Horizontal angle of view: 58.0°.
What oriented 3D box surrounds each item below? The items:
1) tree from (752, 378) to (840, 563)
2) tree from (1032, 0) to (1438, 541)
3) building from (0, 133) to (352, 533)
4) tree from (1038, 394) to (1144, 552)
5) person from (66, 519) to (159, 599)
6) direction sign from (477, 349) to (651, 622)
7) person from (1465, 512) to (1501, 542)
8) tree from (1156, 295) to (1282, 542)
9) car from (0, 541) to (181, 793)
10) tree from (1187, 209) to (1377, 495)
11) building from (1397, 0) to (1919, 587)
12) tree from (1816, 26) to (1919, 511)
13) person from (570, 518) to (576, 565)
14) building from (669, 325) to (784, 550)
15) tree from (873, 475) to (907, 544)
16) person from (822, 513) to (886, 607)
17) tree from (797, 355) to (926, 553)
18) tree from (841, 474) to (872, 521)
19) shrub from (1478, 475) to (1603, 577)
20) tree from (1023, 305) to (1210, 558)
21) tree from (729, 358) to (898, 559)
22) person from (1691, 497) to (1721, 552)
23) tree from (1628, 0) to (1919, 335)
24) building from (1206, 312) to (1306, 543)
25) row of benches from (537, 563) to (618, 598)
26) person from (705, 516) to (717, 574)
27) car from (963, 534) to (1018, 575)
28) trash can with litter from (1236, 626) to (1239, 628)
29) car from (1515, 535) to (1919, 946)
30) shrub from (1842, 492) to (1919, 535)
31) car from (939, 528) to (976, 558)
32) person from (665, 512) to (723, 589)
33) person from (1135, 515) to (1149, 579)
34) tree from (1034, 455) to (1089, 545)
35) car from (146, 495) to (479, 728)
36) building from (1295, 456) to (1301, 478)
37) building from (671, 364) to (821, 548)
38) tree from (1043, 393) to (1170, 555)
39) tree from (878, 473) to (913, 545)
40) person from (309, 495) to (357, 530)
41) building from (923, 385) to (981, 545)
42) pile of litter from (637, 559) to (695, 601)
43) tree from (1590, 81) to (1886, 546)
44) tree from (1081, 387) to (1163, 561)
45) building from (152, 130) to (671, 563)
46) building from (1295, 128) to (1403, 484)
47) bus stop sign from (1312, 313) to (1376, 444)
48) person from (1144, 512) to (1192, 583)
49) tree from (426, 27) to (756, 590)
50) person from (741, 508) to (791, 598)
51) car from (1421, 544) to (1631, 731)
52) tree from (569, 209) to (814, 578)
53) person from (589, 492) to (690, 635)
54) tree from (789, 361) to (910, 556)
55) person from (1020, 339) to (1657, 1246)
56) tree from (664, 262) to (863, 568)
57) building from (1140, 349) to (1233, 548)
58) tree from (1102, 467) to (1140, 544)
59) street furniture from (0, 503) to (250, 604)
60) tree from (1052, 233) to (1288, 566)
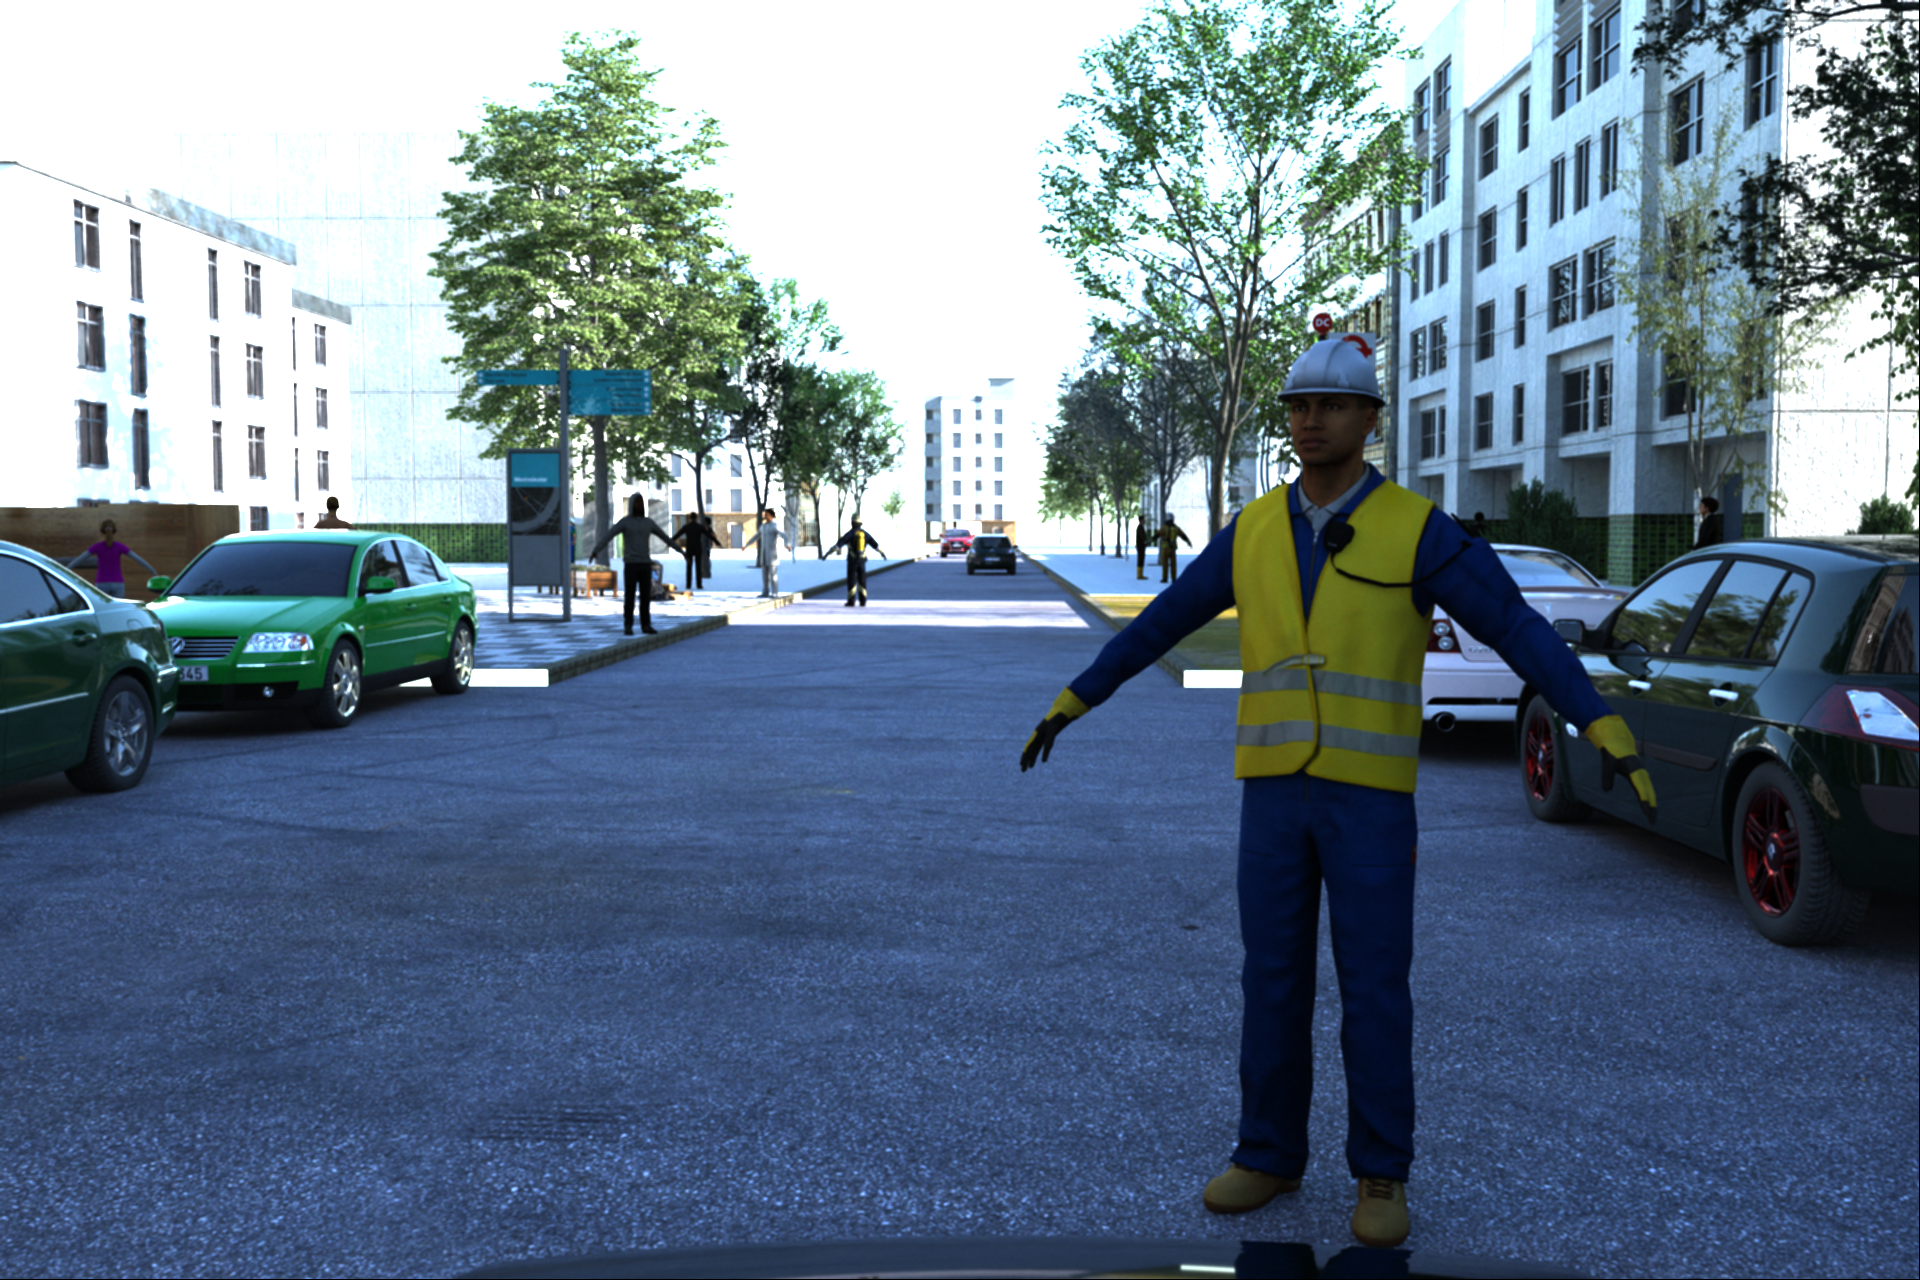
[{"bbox_3d":[-7.335,-7.687,76.038,4.737,8.622,4.395,0,3,0],"label":"tree"},{"bbox_3d":[4.909,-6.486,31.806,9.928,11.665,9.643,0,3,0],"label":"tree"},{"bbox_3d":[-23.805,-6.632,50.573,9.099,9.664,28.070,0,4,2],"label":"building"},{"bbox_3d":[9.284,-12.451,121.706,7.486,12.596,7.792,0,3,0],"label":"tree"},{"bbox_3d":[-8.832,-0.533,17.984,0.991,1.433,0.599,-2,4,-30],"label":"person"},{"bbox_3d":[-5.722,-2.261,25.733,2.525,3.948,1.411,0,4,2],"label":"direction sign"},{"bbox_3d":[10.863,-1.812,36.346,1.216,1.740,0.721,0,4,8],"label":"person"},{"bbox_3d":[7.708,-6.343,54.071,4.360,8.622,3.978,0,3,0],"label":"tree"},{"bbox_3d":[-5.587,0.212,8.335,2.131,1.459,4.920,0,4,1],"label":"car"},{"bbox_3d":[7.400,-5.486,40.055,4.737,8.622,4.395,0,3,0],"label":"tree"},{"bbox_3d":[24.748,-11.201,49.589,16.747,18.905,31.486,0,4,1],"label":"building"},{"bbox_3d":[13.524,-4.462,23.324,4.737,8.622,4.395,0,3,0],"label":"tree"},{"bbox_3d":[-12.637,-3.051,56.009,0.704,1.817,1.347,-2,4,-32],"label":"person"},{"bbox_3d":[-21.345,-17.641,144.848,16.016,20.090,11.380,0,4,2],"label":"building"},{"bbox_3d":[-8.144,-16.088,213.402,4.360,8.622,3.978,0,3,0],"label":"tree"},{"bbox_3d":[-2.061,-1.596,34.330,1.354,1.856,0.705,-2,4,-25],"label":"person"},{"bbox_3d":[-6.943,-12.690,117.844,12.009,13.543,11.850,0,3,0],"label":"tree"},{"bbox_3d":[-12.223,-15.731,207.558,4.360,8.622,3.978,0,3,0],"label":"tree"},{"bbox_3d":[7.285,-1.071,21.929,1.690,2.028,1.600,0,3,0],"label":"shrub"},{"bbox_3d":[8.559,-11.178,93.138,12.009,13.543,11.850,0,3,0],"label":"tree"},{"bbox_3d":[-7.280,-9.450,88.926,8.767,10.594,7.601,-2,4,-24],"label":"tree"},{"bbox_3d":[10.668,-1.137,24.784,0.705,1.806,1.347,2,4,34],"label":"person"},{"bbox_3d":[9.922,-4.904,14.596,8.767,10.594,7.601,-1,4,-14],"label":"tree"},{"bbox_3d":[26.355,-17.850,148.275,16.016,20.090,11.380,0,4,1],"label":"building"},{"bbox_3d":[-8.108,-1.283,36.438,1.422,0.672,4.104,-2,4,-27],"label":"row of benches"},{"bbox_3d":[-7.922,-2.919,53.869,0.704,1.843,1.345,-3,5,-45],"label":"person"},{"bbox_3d":[1.108,-3.202,62.147,2.009,1.686,4.222,0,4,0],"label":"car"},{"bbox_3d":[4.599,-0.712,22.695,1.678,1.210,2.233,0,4,0],"label":"trash can with litter"},{"bbox_3d":[3.705,0.146,7.402,2.009,1.686,4.222,0,4,1],"label":"car"},{"bbox_3d":[17.440,-1.753,32.704,1.661,2.075,1.752,0,3,0],"label":"shrub"},{"bbox_3d":[-0.141,-5.998,106.748,2.281,1.827,5.304,0,4,1],"label":"car"},{"bbox_3d":[-6.230,-2.099,40.546,1.346,1.802,0.704,0,4,-4],"label":"person"},{"bbox_3d":[5.171,-2.630,49.132,0.704,1.812,1.346,0,4,-1],"label":"person"},{"bbox_3d":[12.611,-17.887,210.576,7.486,12.596,7.792,0,3,0],"label":"tree"},{"bbox_3d":[-5.371,-0.331,14.201,1.959,1.807,4.718,0,4,2],"label":"car"},{"bbox_3d":[25.949,-9.562,98.493,9.099,9.664,28.070,0,4,1],"label":"building"},{"bbox_3d":[-24.050,-20.816,171.277,19.493,23.208,18.063,0,4,1],"label":"building"},{"bbox_3d":[8.785,-10.437,105.053,8.767,10.594,7.601,1,4,17],"label":"tree"},{"bbox_3d":[-7.687,-15.727,207.501,4.737,8.622,4.395,0,3,0],"label":"tree"},{"bbox_3d":[-7.365,-0.827,20.329,1.217,1.733,0.721,-2,4,-30],"label":"person"},{"bbox_3d":[-4.181,-21.672,213.221,11.380,20.090,16.016,0,4,7],"label":"building"},{"bbox_3d":[-5.806,-1.227,34.033,1.176,0.858,1.719,0,4,0],"label":"pile of litter"},{"bbox_3d":[12.301,-4.814,29.069,4.360,8.622,3.978,0,3,0],"label":"tree"},{"bbox_3d":[7.889,-8.005,81.242,4.360,8.622,3.978,0,3,0],"label":"tree"},{"bbox_3d":[-26.747,-13.799,92.071,16.747,18.905,31.486,0,4,1],"label":"building"},{"bbox_3d":[25.714,-14.906,74.634,19.493,23.208,18.063,0,4,1],"label":"building"},{"bbox_3d":[4.587,-1.974,20.975,0.855,3.939,0.416,0,4,1],"label":"bus stop sign"},{"bbox_3d":[5.524,-2.446,45.756,1.354,1.858,0.705,-1,4,-14],"label":"person"},{"bbox_3d":[-8.271,-7.399,39.107,7.486,12.596,7.792,0,3,0],"label":"tree"},{"bbox_3d":[-3.879,-1.765,35.045,1.347,1.806,0.705,3,4,38],"label":"person"},{"bbox_3d":[3.559,-0.029,12.837,2.083,1.381,4.827,0,4,0],"label":"car"},{"bbox_3d":[-7.734,-7.075,50.094,7.601,10.594,8.767,0,4,-1],"label":"tree"},{"bbox_3d":[-4.118,-0.981,22.165,1.348,1.813,0.705,-2,4,-31],"label":"person"},{"bbox_3d":[-7.009,-10.826,102.757,9.928,11.665,9.643,0,3,0],"label":"tree"},{"bbox_3d":[0.758,0.294,3.625,1.349,1.833,0.705,2,4,32],"label":"person"},{"bbox_3d":[-7.541,-8.560,65.704,9.928,11.665,9.643,0,3,0],"label":"tree"},{"bbox_3d":[27.720,-18.796,173.764,16.747,18.905,31.486,0,4,2],"label":"building"},{"bbox_3d":[21.145,-18.062,213.447,7.486,12.596,7.792,0,3,0],"label":"tree"},{"bbox_3d":[-12.776,-1.313,28.325,9.812,1.723,11.010,-1,4,-21],"label":"street furniture"},{"bbox_3d":[8.332,-9.767,70.059,12.009,13.543,11.850,0,3,0],"label":"tree"}]
